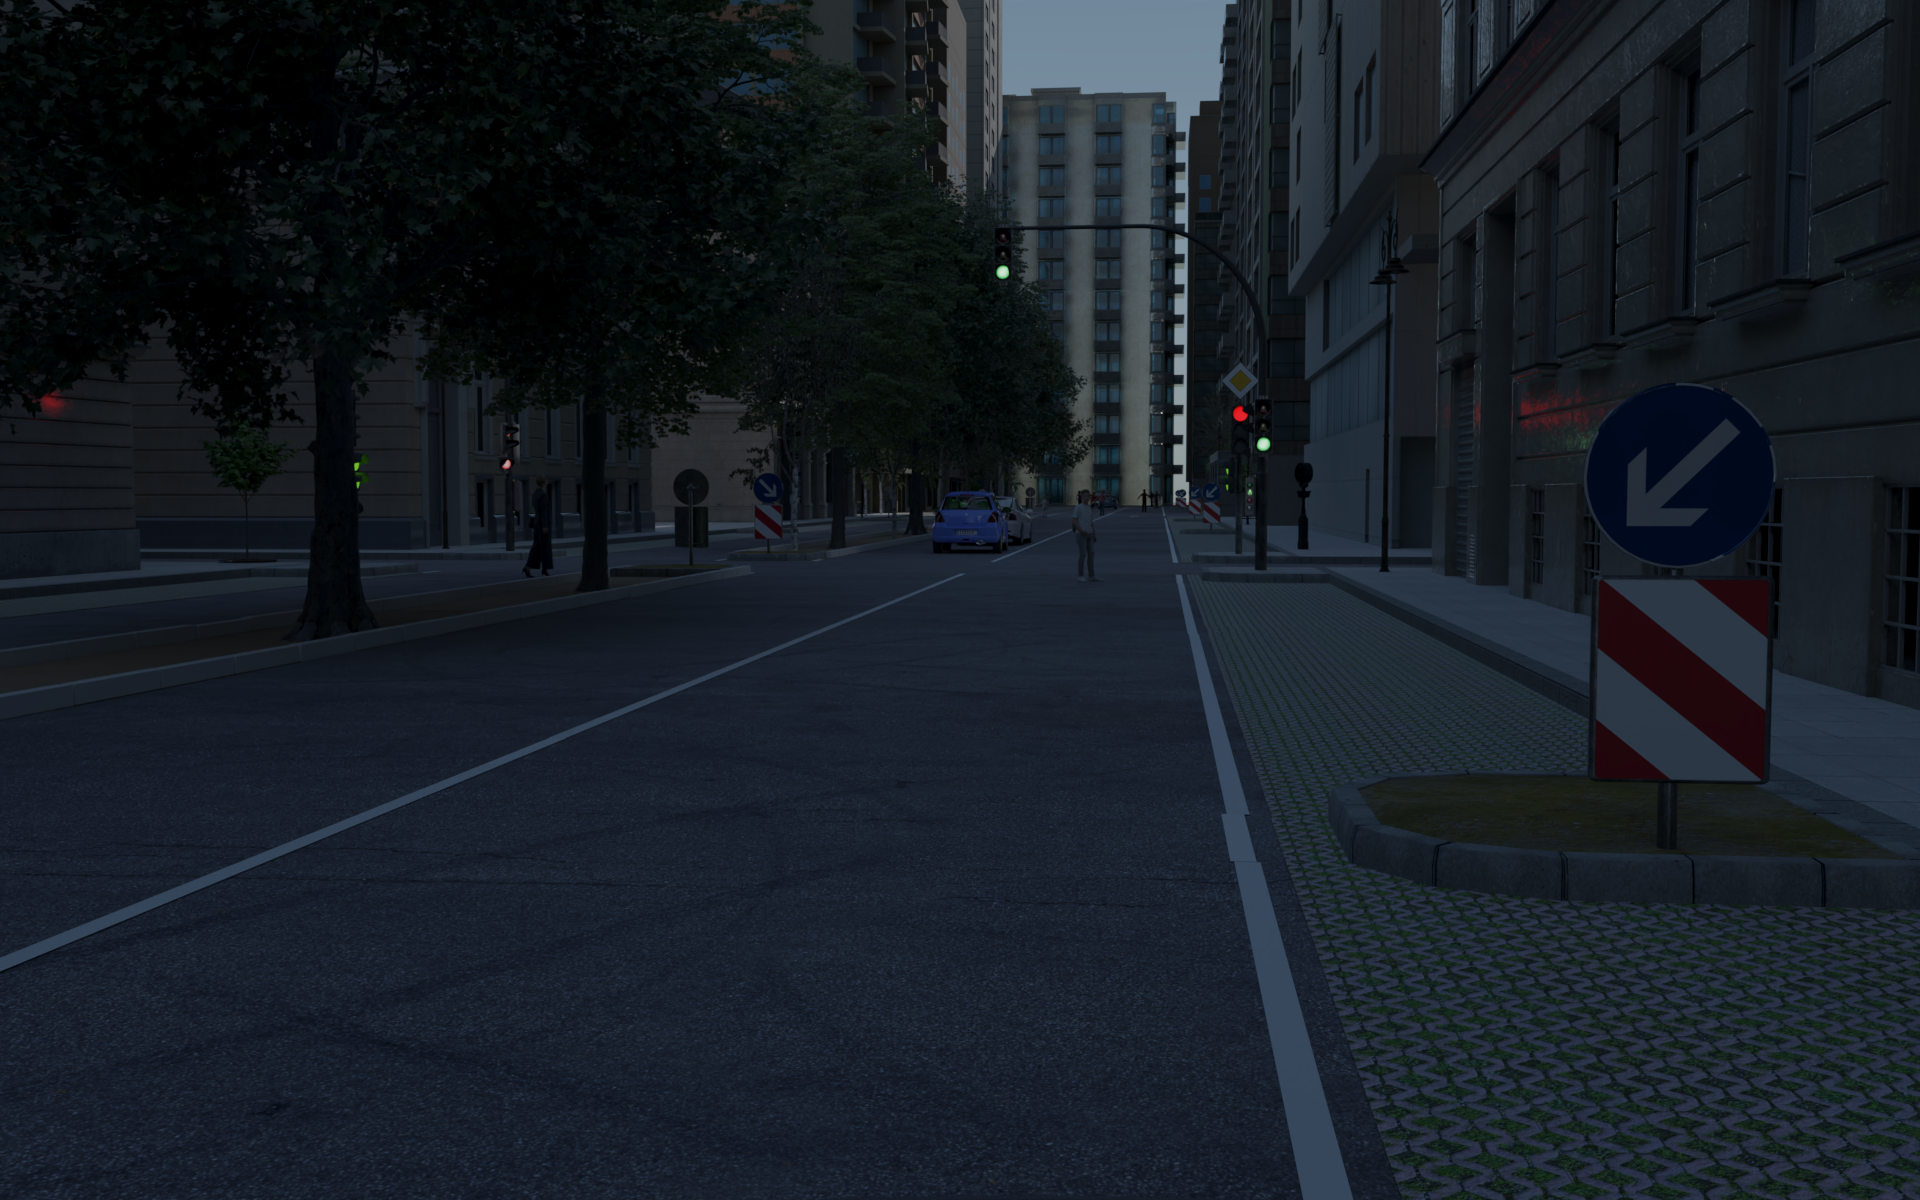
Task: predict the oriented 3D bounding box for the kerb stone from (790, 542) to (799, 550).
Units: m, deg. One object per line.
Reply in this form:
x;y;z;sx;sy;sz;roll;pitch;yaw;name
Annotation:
-4.372;-1.363;44.538;0.120;0.150;1.000;0;4;7;kerb stone

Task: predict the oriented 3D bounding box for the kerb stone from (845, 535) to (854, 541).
-3.443;-1.864;52.677;0.120;0.150;1.000;0;4;7;kerb stone

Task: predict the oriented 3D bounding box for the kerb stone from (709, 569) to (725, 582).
-4.102;-0.386;28.513;0.120;0.150;1.000;0;4;7;kerb stone

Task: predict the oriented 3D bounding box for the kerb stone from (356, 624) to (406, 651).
-5.507;0.362;16.285;0.120;0.150;1.000;0;4;7;kerb stone

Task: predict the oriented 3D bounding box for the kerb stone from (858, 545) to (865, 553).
-2.525;-1.227;42.254;0.120;0.150;1.000;0;4;7;kerb stone

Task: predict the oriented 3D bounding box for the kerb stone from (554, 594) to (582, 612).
-4.923;0.052;21.380;0.120;0.150;1.000;0;4;7;kerb stone

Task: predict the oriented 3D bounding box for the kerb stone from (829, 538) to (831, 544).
-3.792;-1.677;49.620;0.120;0.150;1.000;0;4;7;kerb stone

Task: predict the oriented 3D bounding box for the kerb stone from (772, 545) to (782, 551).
-4.609;-1.239;42.493;0.120;0.150;1.000;0;4;7;kerb stone

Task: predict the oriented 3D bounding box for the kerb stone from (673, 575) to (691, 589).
-4.340;-0.262;26.475;0.120;0.150;1.000;0;4;7;kerb stone

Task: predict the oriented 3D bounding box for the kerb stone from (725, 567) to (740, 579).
-3.982;-0.449;29.532;0.120;0.150;1.000;0;4;7;kerb stone

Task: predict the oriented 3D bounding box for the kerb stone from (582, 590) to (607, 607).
-4.809;-0.012;22.397;0.120;0.150;1.000;0;4;7;kerb stone

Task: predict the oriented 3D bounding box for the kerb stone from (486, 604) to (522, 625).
-5.158;0.175;19.342;0.120;0.150;1.000;0;4;7;kerb stone

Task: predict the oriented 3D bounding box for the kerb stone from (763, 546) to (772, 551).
-4.726;-1.179;41.474;0.120;0.150;1.000;0;4;7;kerb stone

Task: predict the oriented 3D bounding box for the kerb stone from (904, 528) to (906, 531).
-2.148;-2.549;63.874;0.120;0.150;1.000;0;4;7;kerb stone

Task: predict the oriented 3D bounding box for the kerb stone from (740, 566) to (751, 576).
-3.865;-0.509;30.553;0.120;0.150;1.000;0;4;7;kerb stone

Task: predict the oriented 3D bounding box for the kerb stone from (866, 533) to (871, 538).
-3.086;-2.051;55.733;0.120;0.150;1.000;0;4;7;kerb stone

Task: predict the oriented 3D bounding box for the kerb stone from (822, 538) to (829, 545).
-3.910;-1.614;48.604;0.120;0.150;1.000;0;4;7;kerb stone

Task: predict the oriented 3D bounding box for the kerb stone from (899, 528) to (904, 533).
-2.274;-2.481;62.856;0.120;0.150;1.000;0;4;7;kerb stone

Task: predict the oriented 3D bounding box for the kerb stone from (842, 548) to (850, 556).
-2.757;-1.103;40.223;0.120;0.150;1.000;0;4;7;kerb stone

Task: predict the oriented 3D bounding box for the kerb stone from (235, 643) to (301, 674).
-5.744;0.492;14.242;0.120;0.150;1.000;0;4;7;kerb stone

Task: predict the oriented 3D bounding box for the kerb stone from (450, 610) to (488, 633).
-5.275;0.241;18.327;0.120;0.150;1.000;0;4;7;kerb stone

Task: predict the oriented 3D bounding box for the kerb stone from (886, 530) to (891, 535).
-2.616;-2.297;59.802;0.120;0.150;1.000;0;4;7;kerb stone

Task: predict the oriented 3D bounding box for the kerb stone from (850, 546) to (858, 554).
-2.643;-1.163;41.239;0.120;0.150;1.000;0;4;7;kerb stone

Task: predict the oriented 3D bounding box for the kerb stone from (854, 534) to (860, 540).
-3.322;-1.926;53.697;0.120;0.150;1.000;0;4;7;kerb stone

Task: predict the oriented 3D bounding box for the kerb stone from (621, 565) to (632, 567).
-5.965;-0.520;30.727;0.120;0.150;1.000;0;4;7;kerb stone

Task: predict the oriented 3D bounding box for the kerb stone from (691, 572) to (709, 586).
-4.218;-0.324;27.498;0.120;0.150;1.000;0;4;7;kerb stone

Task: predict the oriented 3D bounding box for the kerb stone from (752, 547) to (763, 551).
-4.843;-1.114;40.453;0.120;0.150;1.000;0;4;7;kerb stone

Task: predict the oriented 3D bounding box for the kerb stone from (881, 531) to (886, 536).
-2.732;-2.238;58.786;0.120;0.150;1.000;0;4;7;kerb stone

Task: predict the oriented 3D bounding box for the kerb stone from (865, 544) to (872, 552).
-2.405;-1.289;43.270;0.120;0.150;1.000;0;4;7;kerb stone

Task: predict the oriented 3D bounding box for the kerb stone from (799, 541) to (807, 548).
-4.259;-1.429;45.557;0.120;0.150;1.000;0;4;7;kerb stone

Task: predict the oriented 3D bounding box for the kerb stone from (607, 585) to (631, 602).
-4.690;-0.070;23.418;0.120;0.150;1.000;0;4;7;kerb stone

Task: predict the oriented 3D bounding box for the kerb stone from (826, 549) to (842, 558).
-2.882;-1.039;39.195;0.120;0.150;1.000;0;4;7;kerb stone

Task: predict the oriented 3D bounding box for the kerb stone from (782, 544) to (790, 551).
-4.493;-1.304;43.513;0.120;0.150;1.000;0;4;7;kerb stone

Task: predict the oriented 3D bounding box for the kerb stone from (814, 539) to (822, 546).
-4.027;-1.551;47.588;0.120;0.150;1.000;0;4;7;kerb stone

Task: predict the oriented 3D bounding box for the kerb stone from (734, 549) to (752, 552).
-4.961;-1.054;39.434;0.120;0.150;1.000;0;4;7;kerb stone

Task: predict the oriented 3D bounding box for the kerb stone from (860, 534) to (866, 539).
-3.201;-1.987;54.717;0.120;0.150;1.000;0;4;7;kerb stone

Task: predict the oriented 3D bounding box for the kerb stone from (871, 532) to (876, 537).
-2.965;-2.113;56.748;0.120;0.150;1.000;0;4;7;kerb stone

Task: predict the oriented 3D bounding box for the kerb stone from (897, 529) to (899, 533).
-2.390;-2.425;61.838;0.120;0.150;1.000;0;4;7;kerb stone

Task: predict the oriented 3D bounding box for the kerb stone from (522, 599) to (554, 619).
-5.036;0.114;20.365;0.120;0.150;1.000;0;4;7;kerb stone

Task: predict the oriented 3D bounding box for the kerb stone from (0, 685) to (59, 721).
-6.092;0.675;11.181;0.120;0.150;1.000;0;4;7;kerb stone

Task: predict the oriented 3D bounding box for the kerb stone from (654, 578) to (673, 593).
-4.451;-0.198;25.459;0.120;0.150;1.000;0;4;7;kerb stone

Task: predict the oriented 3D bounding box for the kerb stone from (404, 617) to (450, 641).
-5.386;0.299;17.306;0.120;0.150;1.000;0;4;7;kerb stone

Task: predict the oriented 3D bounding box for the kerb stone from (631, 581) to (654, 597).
-4.566;-0.137;24.443;0.120;0.150;1.000;0;4;7;kerb stone

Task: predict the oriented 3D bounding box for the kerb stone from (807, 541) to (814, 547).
-4.146;-1.489;46.573;0.120;0.150;1.000;0;4;7;kerb stone

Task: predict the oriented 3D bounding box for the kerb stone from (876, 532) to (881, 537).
-2.859;-2.175;57.765;0.120;0.150;1.000;0;4;7;kerb stone

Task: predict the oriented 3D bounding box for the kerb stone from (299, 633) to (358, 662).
-5.619;0.427;15.263;0.120;0.150;1.000;0;4;7;kerb stone

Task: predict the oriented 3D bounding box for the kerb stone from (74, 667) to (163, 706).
-5.980;0.614;12.207;0.120;0.150;1.000;0;4;7;kerb stone

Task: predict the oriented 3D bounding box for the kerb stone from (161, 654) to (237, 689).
-5.863;0.554;13.222;0.120;0.150;1.000;0;4;7;kerb stone

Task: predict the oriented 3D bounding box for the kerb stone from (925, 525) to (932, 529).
-1.216;-3.047;72.027;0.120;0.150;1.000;0;4;7;kerb stone
